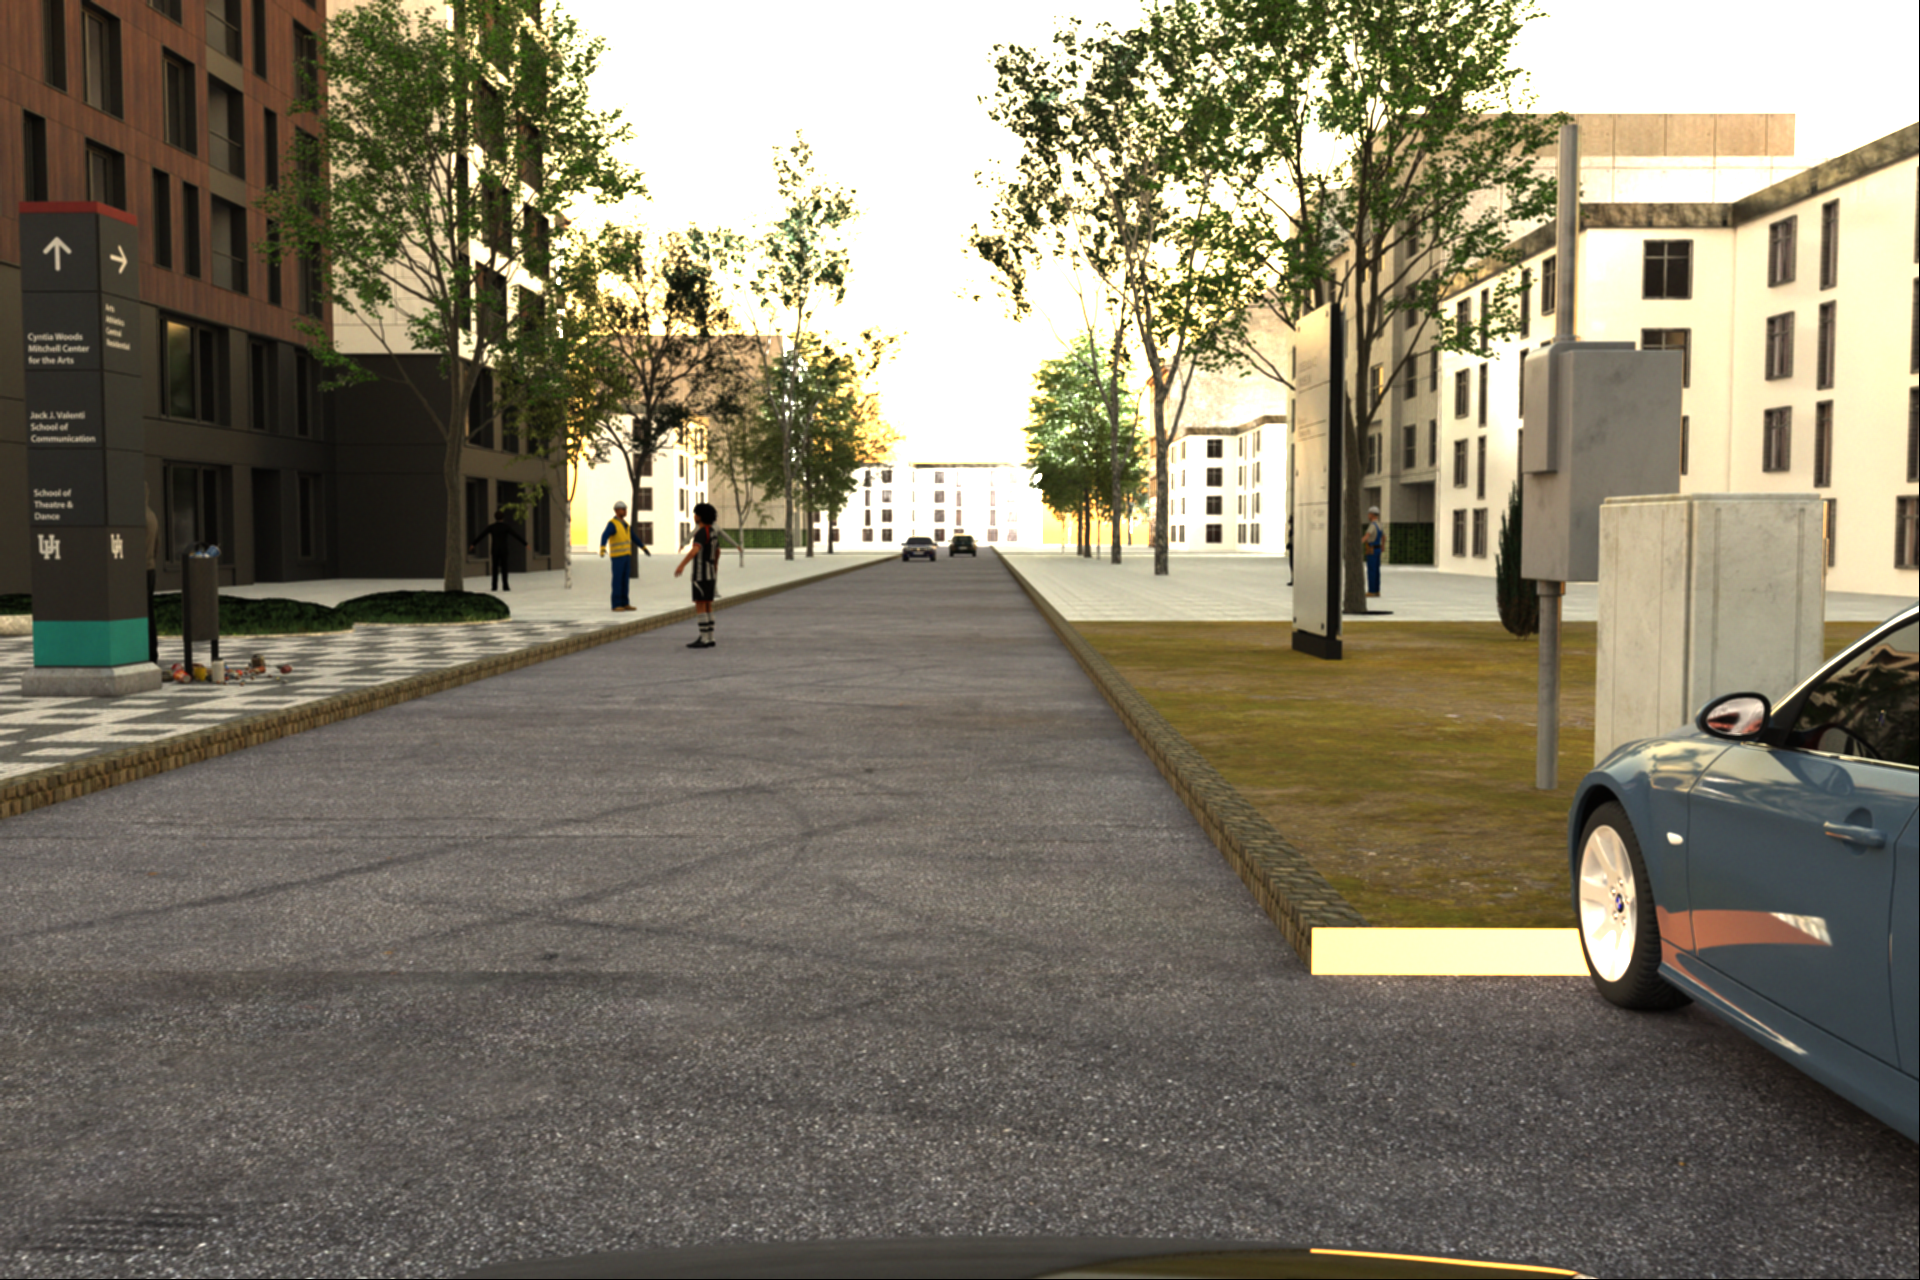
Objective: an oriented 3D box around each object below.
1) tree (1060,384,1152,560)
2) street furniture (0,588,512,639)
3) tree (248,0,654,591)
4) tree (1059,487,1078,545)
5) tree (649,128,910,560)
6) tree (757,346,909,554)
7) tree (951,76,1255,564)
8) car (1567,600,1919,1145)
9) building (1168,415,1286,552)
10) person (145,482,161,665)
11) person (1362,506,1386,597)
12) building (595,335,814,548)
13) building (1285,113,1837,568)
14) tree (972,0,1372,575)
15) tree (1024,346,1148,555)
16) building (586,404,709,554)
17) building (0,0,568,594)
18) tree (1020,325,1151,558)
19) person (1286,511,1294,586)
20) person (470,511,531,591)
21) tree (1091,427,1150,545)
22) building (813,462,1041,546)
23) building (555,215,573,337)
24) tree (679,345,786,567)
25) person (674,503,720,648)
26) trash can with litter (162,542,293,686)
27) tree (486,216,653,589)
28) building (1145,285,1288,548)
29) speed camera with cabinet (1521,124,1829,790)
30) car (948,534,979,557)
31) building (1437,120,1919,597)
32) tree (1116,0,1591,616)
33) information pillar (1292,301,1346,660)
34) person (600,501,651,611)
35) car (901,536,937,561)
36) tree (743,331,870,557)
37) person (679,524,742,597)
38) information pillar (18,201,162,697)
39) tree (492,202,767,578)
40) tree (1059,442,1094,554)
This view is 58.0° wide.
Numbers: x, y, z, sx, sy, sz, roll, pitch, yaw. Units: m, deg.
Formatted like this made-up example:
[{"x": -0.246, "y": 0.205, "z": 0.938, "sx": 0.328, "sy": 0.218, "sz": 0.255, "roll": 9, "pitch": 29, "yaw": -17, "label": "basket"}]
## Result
[{"x": 7.094, "y": -8.265, "z": 85.487, "sx": 4.737, "sy": 8.622, "sz": 4.395, "roll": 0, "pitch": 3, "yaw": 0, "label": "tree"}, {"x": -11.497, "y": -0.498, "z": 23.767, "sx": 10.072, "sy": 0.657, "sz": 5.734, "roll": 0, "pitch": 4, "yaw": -6, "label": "street furniture"}, {"x": -9.354, "y": -6.502, "z": 32.070, "sx": 9.928, "sy": 11.665, "sz": 9.643, "roll": 0, "pitch": 3, "yaw": 0, "label": "tree"}, {"x": 12.886, "y": -15.260, "z": 199.855, "sx": 4.360, "sy": 8.622, "sz": 3.978, "roll": 0, "pitch": 3, "yaw": 0, "label": "tree"}, {"x": -8.870, "y": -13.923, "z": 83.528, "sx": 12.611, "sy": 20.169, "sz": 13.585, "roll": 0, "pitch": 3, "yaw": 0, "label": "tree"}, {"x": -8.300, "y": -12.322, "z": 111.836, "sx": 12.009, "sy": 13.543, "sz": 11.850, "roll": 0, "pitch": 3, "yaw": 0, "label": "tree"}, {"x": 5.861, "y": -13.273, "z": 72.908, "sx": 12.611, "sy": 20.169, "sz": 13.585, "roll": 0, "pitch": 3, "yaw": 0, "label": "tree"}, {"x": 2.817, "y": 0.504, "z": 3.769, "sx": 2.014, "sy": 1.417, "sz": 4.499, "roll": 0, "pitch": 4, "yaw": 0, "label": "car"}, {"x": 22.388, "y": -11.882, "z": 136.410, "sx": 9.099, "sy": 9.664, "sz": 28.070, "roll": 0, "pitch": 4, "yaw": 1, "label": "building"}, {"x": -7.910, "y": -0.642, "z": 16.633, "sx": 0.705, "sy": 1.813, "sz": 1.348, "roll": -1, "pitch": 4, "yaw": -9, "label": "person"}, {"x": 8.435, "y": -1.809, "z": 35.442, "sx": 0.705, "sy": 1.847, "sz": 1.347, "roll": 3, "pitch": 4, "yaw": 38, "label": "person"}, {"x": -24.005, "y": -18.530, "z": 169.430, "sx": 16.747, "sy": 18.905, "sz": 31.486, "roll": 0, "pitch": 4, "yaw": 0, "label": "building"}, {"x": 26.660, "y": -13.152, "z": 81.492, "sx": 16.747, "sy": 18.905, "sz": 31.486, "roll": 0, "pitch": 4, "yaw": 0, "label": "building"}, {"x": 6.328, "y": -12.030, "z": 52.579, "sx": 12.611, "sy": 20.169, "sz": 13.585, "roll": 0, "pitch": 3, "yaw": 0, "label": "tree"}, {"x": 7.489, "y": -11.386, "z": 104.284, "sx": 7.486, "sy": 12.596, "sz": 7.792, "roll": 0, "pitch": 3, "yaw": 0, "label": "tree"}, {"x": -22.783, "y": -11.248, "z": 126.048, "sx": 9.099, "sy": 9.664, "sz": 28.070, "roll": 0, "pitch": 4, "yaw": 0, "label": "building"}, {"x": -28.348, "y": -12.410, "z": 46.881, "sx": 27.936, "sy": 21.610, "sz": 32.646, "roll": 0, "pitch": 4, "yaw": 0, "label": "building"}, {"x": 6.749, "y": -10.774, "z": 94.276, "sx": 7.486, "sy": 12.596, "sz": 7.792, "roll": 0, "pitch": 3, "yaw": 0, "label": "tree"}, {"x": 8.310, "y": -2.285, "z": 43.145, "sx": 0.705, "sy": 1.856, "sz": 1.354, "roll": 1, "pitch": 4, "yaw": 16, "label": "person"}, {"x": -10.392, "y": -2.014, "z": 39.112, "sx": 1.347, "sy": 1.806, "sz": 0.705, "roll": -1, "pitch": 4, "yaw": -8, "label": "person"}, {"x": 19.569, "y": -17.851, "z": 198.517, "sx": 9.857, "sy": 13.997, "sz": 8.962, "roll": 0, "pitch": 3, "yaw": 0, "label": "tree"}, {"x": -4.901, "y": -15.753, "z": 202.173, "sx": 28.070, "sy": 9.664, "sz": 9.099, "roll": 1, "pitch": 4, "yaw": 10, "label": "building"}, {"x": -28.582, "y": -14.928, "z": 74.994, "sx": 19.493, "sy": 23.208, "sz": 18.063, "roll": 0, "pitch": 4, "yaw": 1, "label": "building"}, {"x": -8.361, "y": -7.137, "z": 67.055, "sx": 4.360, "sy": 8.622, "sz": 3.978, "roll": 0, "pitch": 3, "yaw": 0, "label": "tree"}, {"x": -3.266, "y": -0.813, "z": 21.895, "sx": 0.704, "sy": 1.843, "sz": 1.345, "roll": 1, "pitch": 4, "yaw": 12, "label": "person"}, {"x": -6.595, "y": -0.284, "z": 15.701, "sx": 1.678, "sy": 1.210, "sz": 2.233, "roll": 0, "pitch": 4, "yaw": 2, "label": "trash can with litter"}, {"x": -9.265, "y": -5.528, "z": 40.741, "sx": 4.737, "sy": 8.622, "sz": 4.395, "roll": 0, "pitch": 3, "yaw": 0, "label": "tree"}, {"x": 27.851, "y": -20.265, "z": 162.269, "sx": 19.493, "sy": 23.208, "sz": 18.063, "roll": 0, "pitch": 4, "yaw": 1, "label": "building"}, {"x": 3.148, "y": -0.824, "z": 7.808, "sx": 0.660, "sy": 3.252, "sz": 2.038, "roll": 0, "pitch": 4, "yaw": 0, "label": "speed camera with cabinet"}, {"x": 0.191, "y": -6.204, "z": 111.227, "sx": 2.009, "sy": 1.686, "sz": 4.222, "roll": 0, "pitch": 4, "yaw": 0, "label": "car"}, {"x": 20.336, "y": -6.239, "z": 44.155, "sx": 9.099, "sy": 9.664, "sz": 28.070, "roll": 0, "pitch": 4, "yaw": 1, "label": "building"}, {"x": 6.326, "y": -6.233, "z": 27.659, "sx": 9.928, "sy": 11.665, "sz": 9.643, "roll": 0, "pitch": 3, "yaw": 0, "label": "tree"}, {"x": 3.798, "y": -1.655, "z": 18.376, "sx": 0.184, "sy": 3.620, "sz": 1.656, "roll": 0, "pitch": 4, "yaw": -1, "label": "information pillar"}, {"x": -5.639, "y": -1.403, "z": 28.908, "sx": 0.705, "sy": 1.833, "sz": 1.349, "roll": 2, "pitch": 4, "yaw": 24, "label": "person"}, {"x": -2.163, "y": -4.872, "z": 92.236, "sx": 1.945, "sy": 1.354, "sz": 3.894, "roll": 0, "pitch": 4, "yaw": 0, "label": "car"}, {"x": -8.713, "y": -10.974, "z": 97.549, "sx": 7.486, "sy": 12.596, "sz": 7.792, "roll": 0, "pitch": 3, "yaw": 0, "label": "tree"}, {"x": -5.092, "y": -1.771, "z": 35.150, "sx": 1.347, "sy": 1.806, "sz": 0.705, "roll": -2, "pitch": 4, "yaw": -29, "label": "person"}, {"x": -6.994, "y": -1.498, "z": 13.866, "sx": 0.750, "sy": 3.857, "sz": 0.750, "roll": 0, "pitch": 4, "yaw": 2, "label": "information pillar"}, {"x": -9.528, "y": -7.051, "z": 49.704, "sx": 8.767, "sy": 10.594, "sz": 7.601, "roll": 0, "pitch": 4, "yaw": 2, "label": "tree"}, {"x": 6.802, "y": -9.876, "z": 111.838, "sx": 4.737, "sy": 8.622, "sz": 4.395, "roll": 0, "pitch": 3, "yaw": 0, "label": "tree"}]
